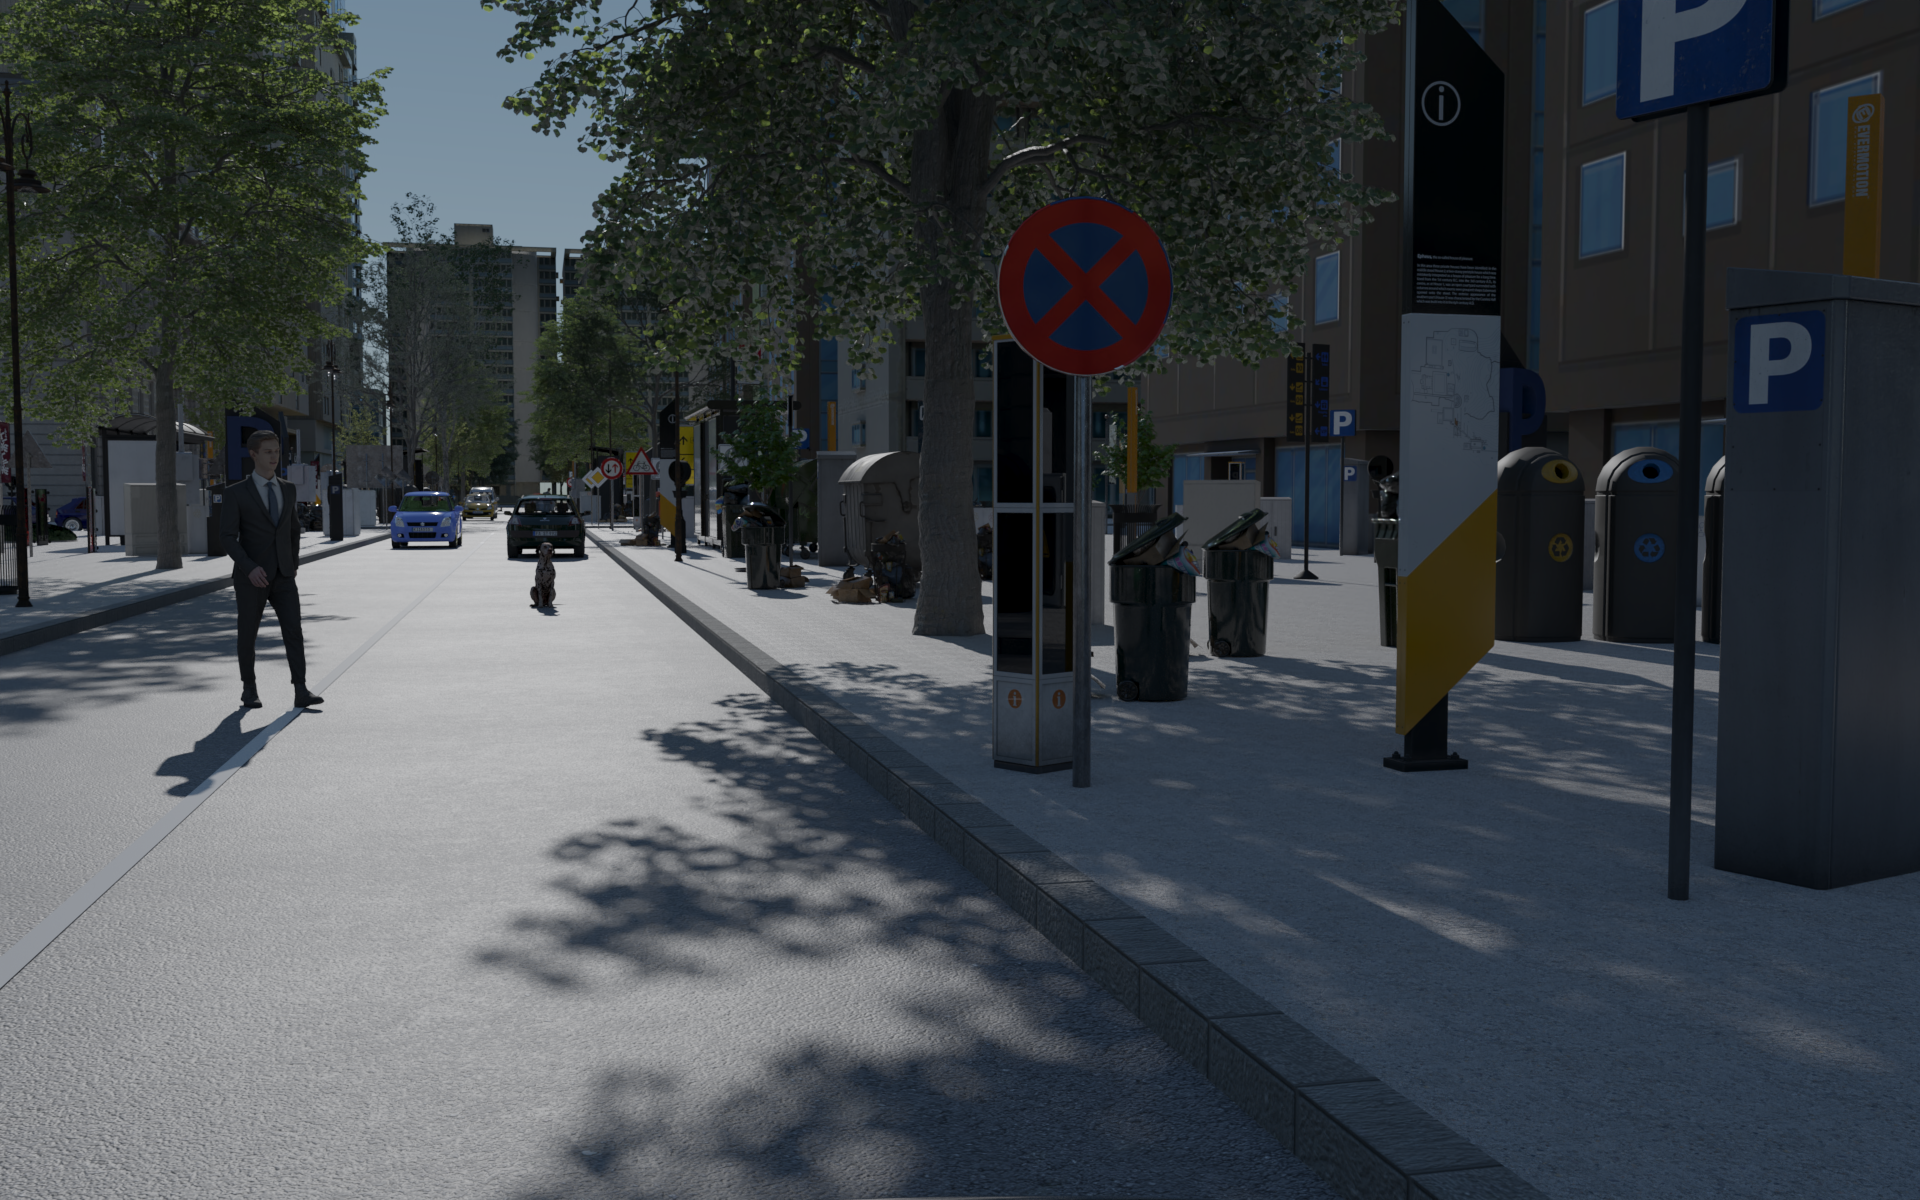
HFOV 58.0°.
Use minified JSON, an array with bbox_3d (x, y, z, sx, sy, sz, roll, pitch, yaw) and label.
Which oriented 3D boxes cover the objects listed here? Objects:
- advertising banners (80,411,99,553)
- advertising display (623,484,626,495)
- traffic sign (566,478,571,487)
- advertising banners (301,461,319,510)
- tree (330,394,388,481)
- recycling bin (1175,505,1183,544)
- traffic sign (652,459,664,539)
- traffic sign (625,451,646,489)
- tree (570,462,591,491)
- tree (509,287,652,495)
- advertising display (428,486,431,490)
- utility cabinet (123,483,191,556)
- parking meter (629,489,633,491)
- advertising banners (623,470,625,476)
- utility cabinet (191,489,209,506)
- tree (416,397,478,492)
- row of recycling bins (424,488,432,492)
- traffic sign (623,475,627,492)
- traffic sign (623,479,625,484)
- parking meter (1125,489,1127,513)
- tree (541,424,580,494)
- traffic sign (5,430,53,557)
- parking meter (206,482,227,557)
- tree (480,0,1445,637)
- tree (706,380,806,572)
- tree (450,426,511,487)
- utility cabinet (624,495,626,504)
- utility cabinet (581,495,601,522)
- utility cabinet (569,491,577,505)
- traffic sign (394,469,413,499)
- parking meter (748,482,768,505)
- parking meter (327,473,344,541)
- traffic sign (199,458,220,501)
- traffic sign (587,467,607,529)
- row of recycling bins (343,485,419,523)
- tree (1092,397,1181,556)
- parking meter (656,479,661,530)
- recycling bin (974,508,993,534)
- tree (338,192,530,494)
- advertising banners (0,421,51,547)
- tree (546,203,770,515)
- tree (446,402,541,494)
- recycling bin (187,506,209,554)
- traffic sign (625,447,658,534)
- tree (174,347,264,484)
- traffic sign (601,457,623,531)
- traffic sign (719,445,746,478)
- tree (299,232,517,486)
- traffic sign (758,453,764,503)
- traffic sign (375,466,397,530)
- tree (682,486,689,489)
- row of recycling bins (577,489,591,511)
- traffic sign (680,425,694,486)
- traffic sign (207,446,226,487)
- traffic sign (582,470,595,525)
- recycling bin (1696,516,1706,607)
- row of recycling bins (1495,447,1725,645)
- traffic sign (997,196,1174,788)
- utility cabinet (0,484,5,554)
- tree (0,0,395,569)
[{"bbox_3d":[-18.884,-2.529,37.541,0.090,3.025,2.074,-1,4,-20],"label":"advertising banners"},{"bbox_3d":[-22.357,-6.612,113.321,0.974,1.923,0.123,-1,4,-19],"label":"advertising display"},{"bbox_3d":[-29.319,-7.994,130.808,0.768,2.556,0.104,0,4,-4],"label":"traffic sign"},{"bbox_3d":[-34.525,-5.794,90.914,0.090,3.025,2.074,3,4,38],"label":"advertising banners"},{"bbox_3d":[-42.523,-10.534,122.587,4.360,8.622,3.978,0,3,0],"label":"tree"},{"bbox_3d":[5.324,-1.666,39.800,0.722,1.027,0.722,0,4,5],"label":"recycling bin"},{"bbox_3d":[-8.460,-2.881,49.230,0.606,2.300,0.079,-1,4,-12],"label":"traffic sign"},{"bbox_3d":[-14.779,-5.416,82.427,2.265,3.308,0.079,-1,4,-9],"label":"traffic sign"},{"bbox_3d":[-22.317,-6.596,102.442,1.663,3.219,1.824,0,3,0],"label":"tree"},{"bbox_3d":[-20.298,-10.775,94.305,7.486,12.596,7.792,0,3,0],"label":"tree"},{"bbox_3d":[-40.149,-7.704,131.166,0.123,1.923,0.974,-1,4,-21],"label":"advertising display"},{"bbox_3d":[-16.522,-1.647,35.604,0.318,1.500,1.173,3,4,37],"label":"utility cabinet"},{"bbox_3d":[-27.181,-8.399,143.027,0.255,1.863,0.399,0,4,6],"label":"parking meter"},{"bbox_3d":[-24.581,-7.883,125.075,0.090,3.025,2.074,-3,4,-36],"label":"advertising banners"},{"bbox_3d":[-33.604,-4.178,76.988,1.173,1.500,0.318,-3,5,-41],"label":"utility cabinet"},{"bbox_3d":[-37.425,-10.716,125.575,4.360,8.622,3.978,0,3,0],"label":"tree"},{"bbox_3d":[-34.815,-6.333,110.661,1.069,1.692,3.534,-3,5,-44],"label":"row of recycling bins"},{"bbox_3d":[-22.652,-7.179,117.480,0.768,2.556,0.104,0,4,-5],"label":"traffic sign"},{"bbox_3d":[-22.903,-7.014,116.801,0.606,2.300,0.079,0,4,-5],"label":"traffic sign"},{"bbox_3d":[7.573,-4.404,77.711,0.255,1.863,0.399,-3,4,-37],"label":"parking meter"},{"bbox_3d":[-43.826,-16.198,190.591,9.928,11.665,9.643,0,3,0],"label":"tree"},{"bbox_3d":[-18.939,-2.156,35.249,0.884,2.594,0.081,-1,4,-10],"label":"traffic sign"},{"bbox_3d":[-15.322,-1.668,35.683,0.372,1.533,0.369,0,3,0],"label":"parking meter"},{"bbox_3d":[0.009,-6.659,15.529,9.857,13.997,8.962,0,3,0],"label":"tree"},{"bbox_3d":[-3.365,-2.083,28.654,1.663,3.219,1.824,0,3,0],"label":"tree"},{"bbox_3d":[-55.576,-16.205,199.367,8.767,10.594,7.601,1,4,12],"label":"tree"},{"bbox_3d":[-20.372,-5.690,104.196,1.020,1.237,0.306,-3,5,-43],"label":"utility cabinet"},{"bbox_3d":[-17.107,-4.230,80.326,1.020,1.237,0.306,2,4,34],"label":"utility cabinet"},{"bbox_3d":[-28.317,-7.305,128.108,1.173,1.500,0.318,2,4,24],"label":"utility cabinet"},{"bbox_3d":[-22.339,-4.027,69.487,0.795,2.450,0.064,-1,4,-14],"label":"traffic sign"},{"bbox_3d":[-3.870,-1.515,33.174,0.372,1.533,0.369,0,3,0],"label":"parking meter"},{"bbox_3d":[-17.125,-2.554,47.467,0.399,1.863,0.255,-1,4,-20],"label":"parking meter"},{"bbox_3d":[-21.370,-2.886,49.319,0.606,2.300,0.079,-1,4,-11],"label":"traffic sign"},{"bbox_3d":[-13.256,-3.658,63.456,0.795,2.450,0.064,-1,4,-14],"label":"traffic sign"},{"bbox_3d":[-25.569,-4.217,76.056,3.534,1.692,1.069,-1,4,-18],"label":"row of recycling bins"},{"bbox_3d":[3.669,-2.444,34.562,1.663,3.219,1.824,0,3,0],"label":"tree"},{"bbox_3d":[-10.928,-3.471,62.465,0.255,1.863,0.399,2,4,30],"label":"parking meter"},{"bbox_3d":[0.438,-1.181,31.856,0.722,1.027,0.722,0,4,3],"label":"recycling bin"},{"bbox_3d":[-34.632,-15.641,111.623,12.611,20.169,13.585,0,3,0],"label":"tree"},{"bbox_3d":[-22.986,-2.834,42.516,0.090,3.025,2.074,0,4,3],"label":"advertising banners"},{"bbox_3d":[-9.536,-7.380,55.084,7.601,10.594,8.767,-1,4,-15],"label":"tree"},{"bbox_3d":[-50.427,-15.450,178.361,9.928,11.665,9.643,0,3,0],"label":"tree"},{"bbox_3d":[-16.450,-1.517,37.351,0.722,1.027,0.722,3,5,39],"label":"recycling bin"},{"bbox_3d":[-8.724,-2.905,47.505,0.884,2.594,0.081,0,4,-4],"label":"traffic sign"},{"bbox_3d":[-37.187,-8.348,86.846,4.737,8.622,4.395,0,3,0],"label":"tree"},{"bbox_3d":[-12.097,-3.678,60.245,0.768,2.556,0.104,0,4,-7],"label":"traffic sign"},{"bbox_3d":[-4.658,-2.052,35.675,0.606,2.300,0.079,0,4,-4],"label":"traffic sign"},{"bbox_3d":[-25.727,-10.439,81.052,12.009,13.543,11.850,0,3,0],"label":"tree"},{"bbox_3d":[-3.619,-1.947,31.939,0.768,2.556,0.104,0,4,-5],"label":"traffic sign"},{"bbox_3d":[-20.445,-3.553,61.729,0.795,2.450,0.064,-1,4,-14],"label":"traffic sign"},{"bbox_3d":[-18.569,-7.764,110.661,4.285,4.588,4.351,0,3,0],"label":"tree"},{"bbox_3d":[-22.857,-6.269,109.614,1.069,1.692,3.534,2,4,29],"label":"row of recycling bins"},{"bbox_3d":[-7.276,-3.501,51.109,2.265,3.308,0.079,0,4,-7],"label":"traffic sign"},{"bbox_3d":[-19.924,-2.871,46.938,0.884,2.594,0.081,0,4,-8],"label":"traffic sign"},{"bbox_3d":[-15.151,-4.133,71.214,0.795,2.450,0.064,-1,4,-14],"label":"traffic sign"},{"bbox_3d":[8.309,-0.457,20.033,0.722,1.027,0.722,1,4,10],"label":"recycling bin"},{"bbox_3d":[6.368,-0.484,15.030,3.534,1.692,1.069,1,4,14],"label":"row of recycling bins"},{"bbox_3d":[0.534,-0.454,7.522,0.768,2.556,0.104,0,4,-6],"label":"traffic sign"},{"bbox_3d":[-20.872,-1.735,37.045,1.173,1.500,0.318,3,5,40],"label":"utility cabinet"},{"bbox_3d":[-13.186,-6.806,29.412,7.486,12.596,7.792,0,3,0],"label":"tree"}]
